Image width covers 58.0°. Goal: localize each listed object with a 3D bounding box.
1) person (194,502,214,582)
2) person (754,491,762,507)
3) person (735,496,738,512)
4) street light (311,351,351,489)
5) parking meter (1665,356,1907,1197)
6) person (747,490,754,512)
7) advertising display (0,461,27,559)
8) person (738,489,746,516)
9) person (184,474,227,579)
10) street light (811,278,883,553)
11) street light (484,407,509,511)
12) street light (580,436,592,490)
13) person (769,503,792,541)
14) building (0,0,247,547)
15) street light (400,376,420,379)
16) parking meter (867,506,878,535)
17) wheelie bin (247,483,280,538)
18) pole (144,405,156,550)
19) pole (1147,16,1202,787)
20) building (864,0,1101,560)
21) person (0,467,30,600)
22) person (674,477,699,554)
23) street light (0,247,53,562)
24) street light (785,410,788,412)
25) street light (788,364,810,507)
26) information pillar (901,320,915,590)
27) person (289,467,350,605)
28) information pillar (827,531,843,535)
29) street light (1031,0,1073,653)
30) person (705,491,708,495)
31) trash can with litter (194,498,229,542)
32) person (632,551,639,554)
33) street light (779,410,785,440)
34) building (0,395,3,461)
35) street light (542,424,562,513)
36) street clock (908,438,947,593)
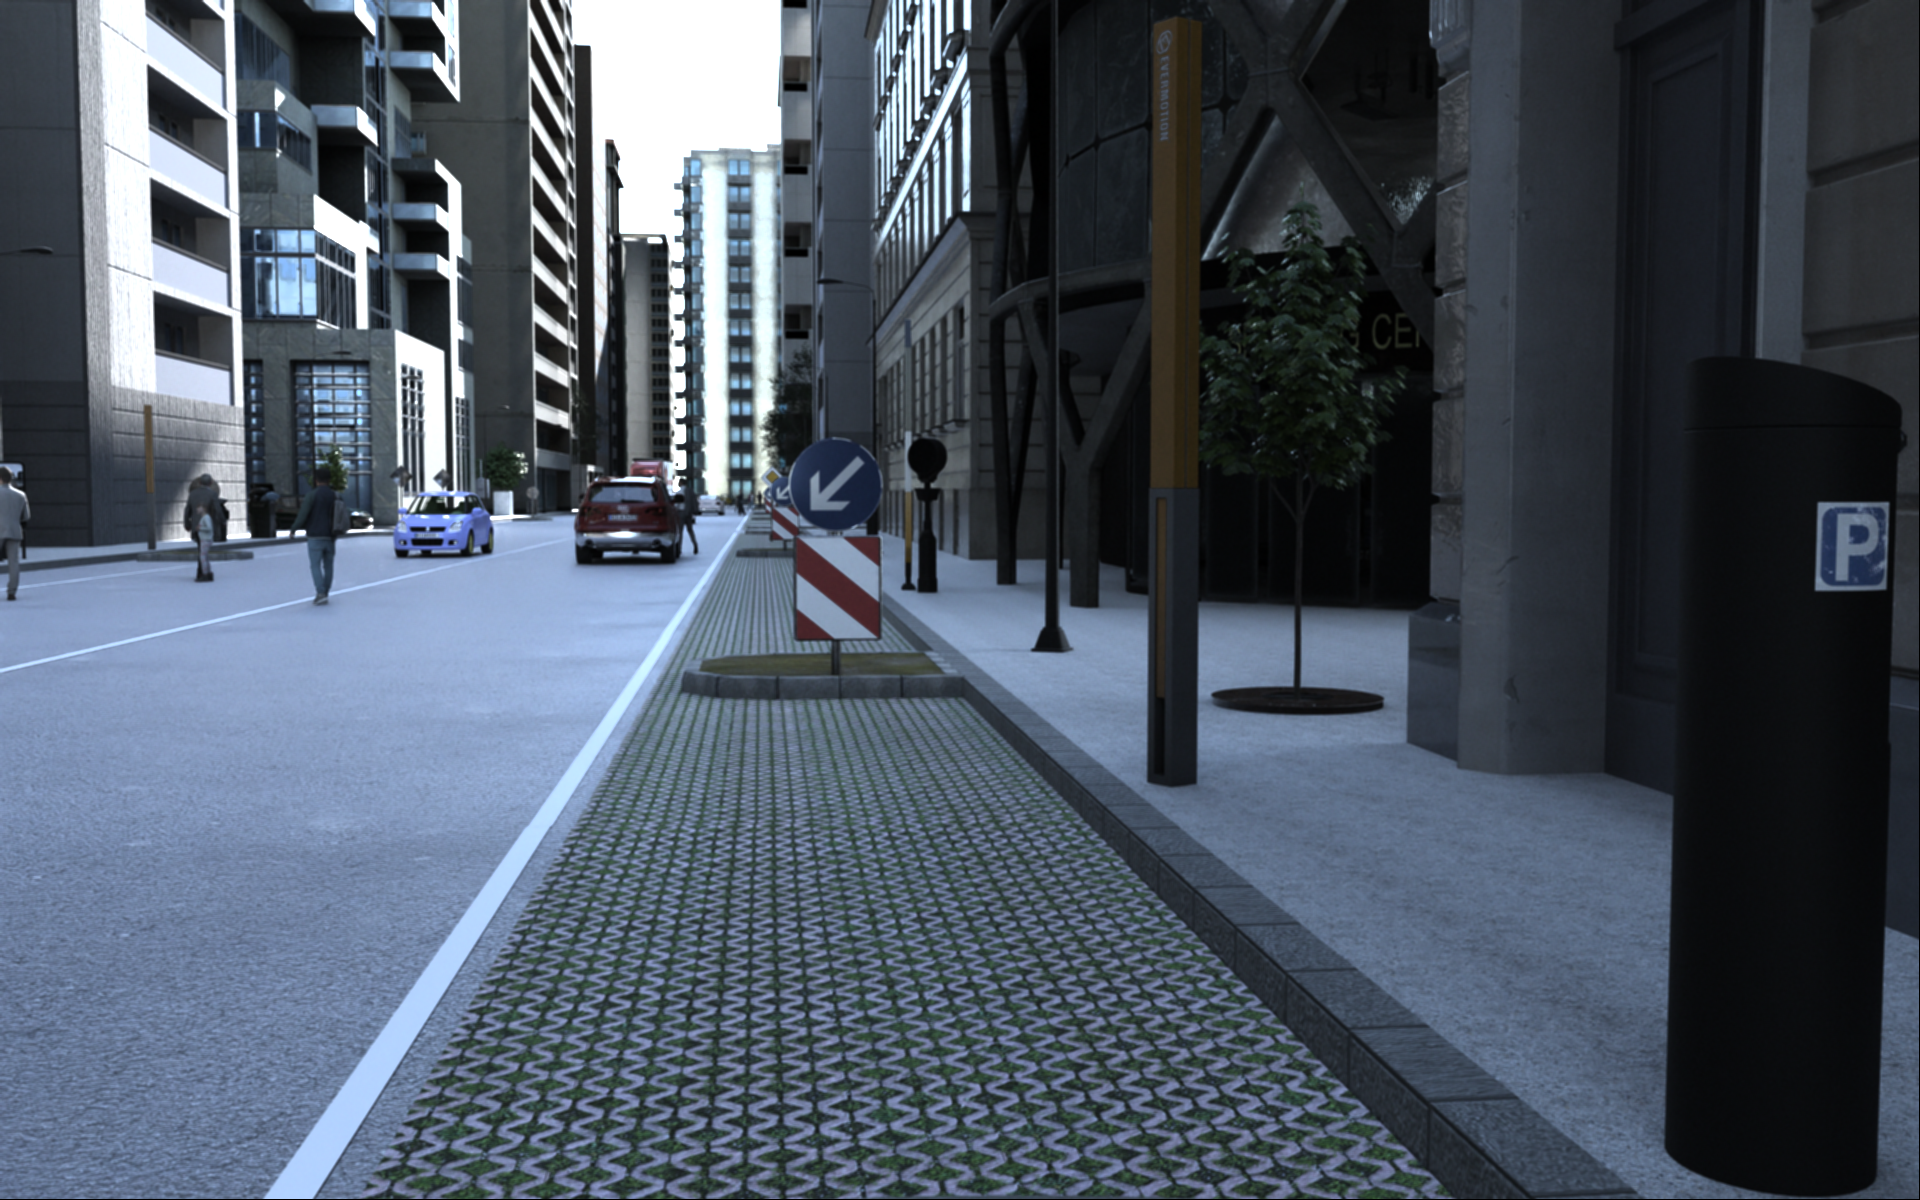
[{"bbox_3d":[-12.362,-0.950,28.313,0.425,1.301,0.394,3,5,39],"label":"person"},{"bbox_3d":[-22.186,-11.107,190.622,0.750,1.759,0.617,-2,4,-31],"label":"person"},{"bbox_3d":[-17.712,-7.636,137.616,0.475,1.303,0.640,2,4,28],"label":"person"},{"bbox_3d":[-20.421,-5.117,56.212,1.470,5.913,1.316,0,4,-7],"label":"street light"},{"bbox_3d":[1.560,0.313,3.296,0.372,1.533,0.369,0,3,0],"label":"parking meter"},{"bbox_3d":[-16.860,-7.971,139.666,0.563,1.720,0.643,-3,4,-36],"label":"person"},{"bbox_3d":[-18.848,-1.756,33.932,0.974,1.923,0.123,-2,4,-35],"label":"advertising display"},{"bbox_3d":[-14.605,-6.521,115.544,0.576,1.772,0.534,2,4,32],"label":"person"},{"bbox_3d":[-12.839,-1.262,29.531,0.661,1.777,0.834,0,4,1],"label":"person"},{"bbox_3d":[-2.388,-3.972,37.485,1.470,5.913,1.316,0,4,-7],"label":"street light"},{"bbox_3d":[-24.646,-7.305,91.985,1.470,5.913,1.316,0,4,-7],"label":"street light"},{"bbox_3d":[-30.007,-10.202,139.345,1.470,5.913,1.316,0,4,-7],"label":"street light"},{"bbox_3d":[-5.351,-2.662,52.124,0.778,1.811,0.616,-3,5,-40],"label":"person"},{"bbox_3d":[-36.000,-30.891,47.075,28.212,58.520,21.231,0,4,-7],"label":"building"},{"bbox_3d":[-21.900,-5.847,68.144,1.470,5.913,1.316,0,4,-7],"label":"street light"},{"bbox_3d":[-2.375,-2.522,46.938,0.255,1.863,0.399,1,4,9],"label":"parking meter"},{"bbox_3d":[-20.249,-2.593,50.308,0.980,1.594,0.693,0,4,-4],"label":"wheelie bin"},{"bbox_3d":[-18.617,-2.811,39.809,0.158,3.312,0.155,0,3,0],"label":"pole"},{"bbox_3d":[0.940,-0.840,7.581,0.158,3.312,0.155,0,3,0],"label":"pole"},{"bbox_3d":[5.772,-13.131,47.982,16.112,22.955,30.059,0,4,-7],"label":"building"},{"bbox_3d":[-12.956,-0.900,23.413,0.583,1.804,0.606,2,4,31],"label":"person"},{"bbox_3d":[-6.555,-2.011,41.487,0.679,1.850,0.850,-3,5,-44],"label":"person"},{"bbox_3d":[-17.773,-3.679,32.686,1.470,5.913,1.316,0,4,-7],"label":"street light"},{"bbox_3d":[-6.460,-6.110,72.439,1.470,5.913,1.316,0,4,-7],"label":"street light"},{"bbox_3d":[-5.301,-5.475,62.056,1.470,5.913,1.316,0,4,-7],"label":"street light"},{"bbox_3d":[-0.692,-1.943,23.115,0.183,3.616,0.504,0,4,-2],"label":"information pillar"},{"bbox_3d":[-8.331,-0.843,22.636,0.721,1.781,0.623,2,4,31],"label":"person"},{"bbox_3d":[-3.320,-2.536,45.958,0.304,2.012,0.304,2,4,32],"label":"information pillar"},{"bbox_3d":[0.217,-2.533,13.954,1.470,5.913,1.316,0,4,-7],"label":"street light"},{"bbox_3d":[-28.237,-11.273,193.369,0.434,1.755,0.990,-2,4,-28],"label":"person"},{"bbox_3d":[-20.082,-2.135,46.290,1.055,1.170,0.624,1,4,16],"label":"trash can with litter"},{"bbox_3d":[-7.868,-2.033,41.868,0.709,1.813,0.853,-3,4,-37],"label":"person"},{"bbox_3d":[-9.131,-7.549,95.962,1.470,5.913,1.316,0,4,-7],"label":"street light"},{"bbox_3d":[-26.997,-15.751,29.233,14.160,30.474,14.107,0,4,-7],"label":"building"},{"bbox_3d":[-27.232,-8.745,115.518,1.470,5.913,1.316,0,4,-7],"label":"street light"},{"bbox_3d":[-0.424,-1.100,22.549,0.471,2.002,0.358,2,4,33],"label":"street clock"}]
